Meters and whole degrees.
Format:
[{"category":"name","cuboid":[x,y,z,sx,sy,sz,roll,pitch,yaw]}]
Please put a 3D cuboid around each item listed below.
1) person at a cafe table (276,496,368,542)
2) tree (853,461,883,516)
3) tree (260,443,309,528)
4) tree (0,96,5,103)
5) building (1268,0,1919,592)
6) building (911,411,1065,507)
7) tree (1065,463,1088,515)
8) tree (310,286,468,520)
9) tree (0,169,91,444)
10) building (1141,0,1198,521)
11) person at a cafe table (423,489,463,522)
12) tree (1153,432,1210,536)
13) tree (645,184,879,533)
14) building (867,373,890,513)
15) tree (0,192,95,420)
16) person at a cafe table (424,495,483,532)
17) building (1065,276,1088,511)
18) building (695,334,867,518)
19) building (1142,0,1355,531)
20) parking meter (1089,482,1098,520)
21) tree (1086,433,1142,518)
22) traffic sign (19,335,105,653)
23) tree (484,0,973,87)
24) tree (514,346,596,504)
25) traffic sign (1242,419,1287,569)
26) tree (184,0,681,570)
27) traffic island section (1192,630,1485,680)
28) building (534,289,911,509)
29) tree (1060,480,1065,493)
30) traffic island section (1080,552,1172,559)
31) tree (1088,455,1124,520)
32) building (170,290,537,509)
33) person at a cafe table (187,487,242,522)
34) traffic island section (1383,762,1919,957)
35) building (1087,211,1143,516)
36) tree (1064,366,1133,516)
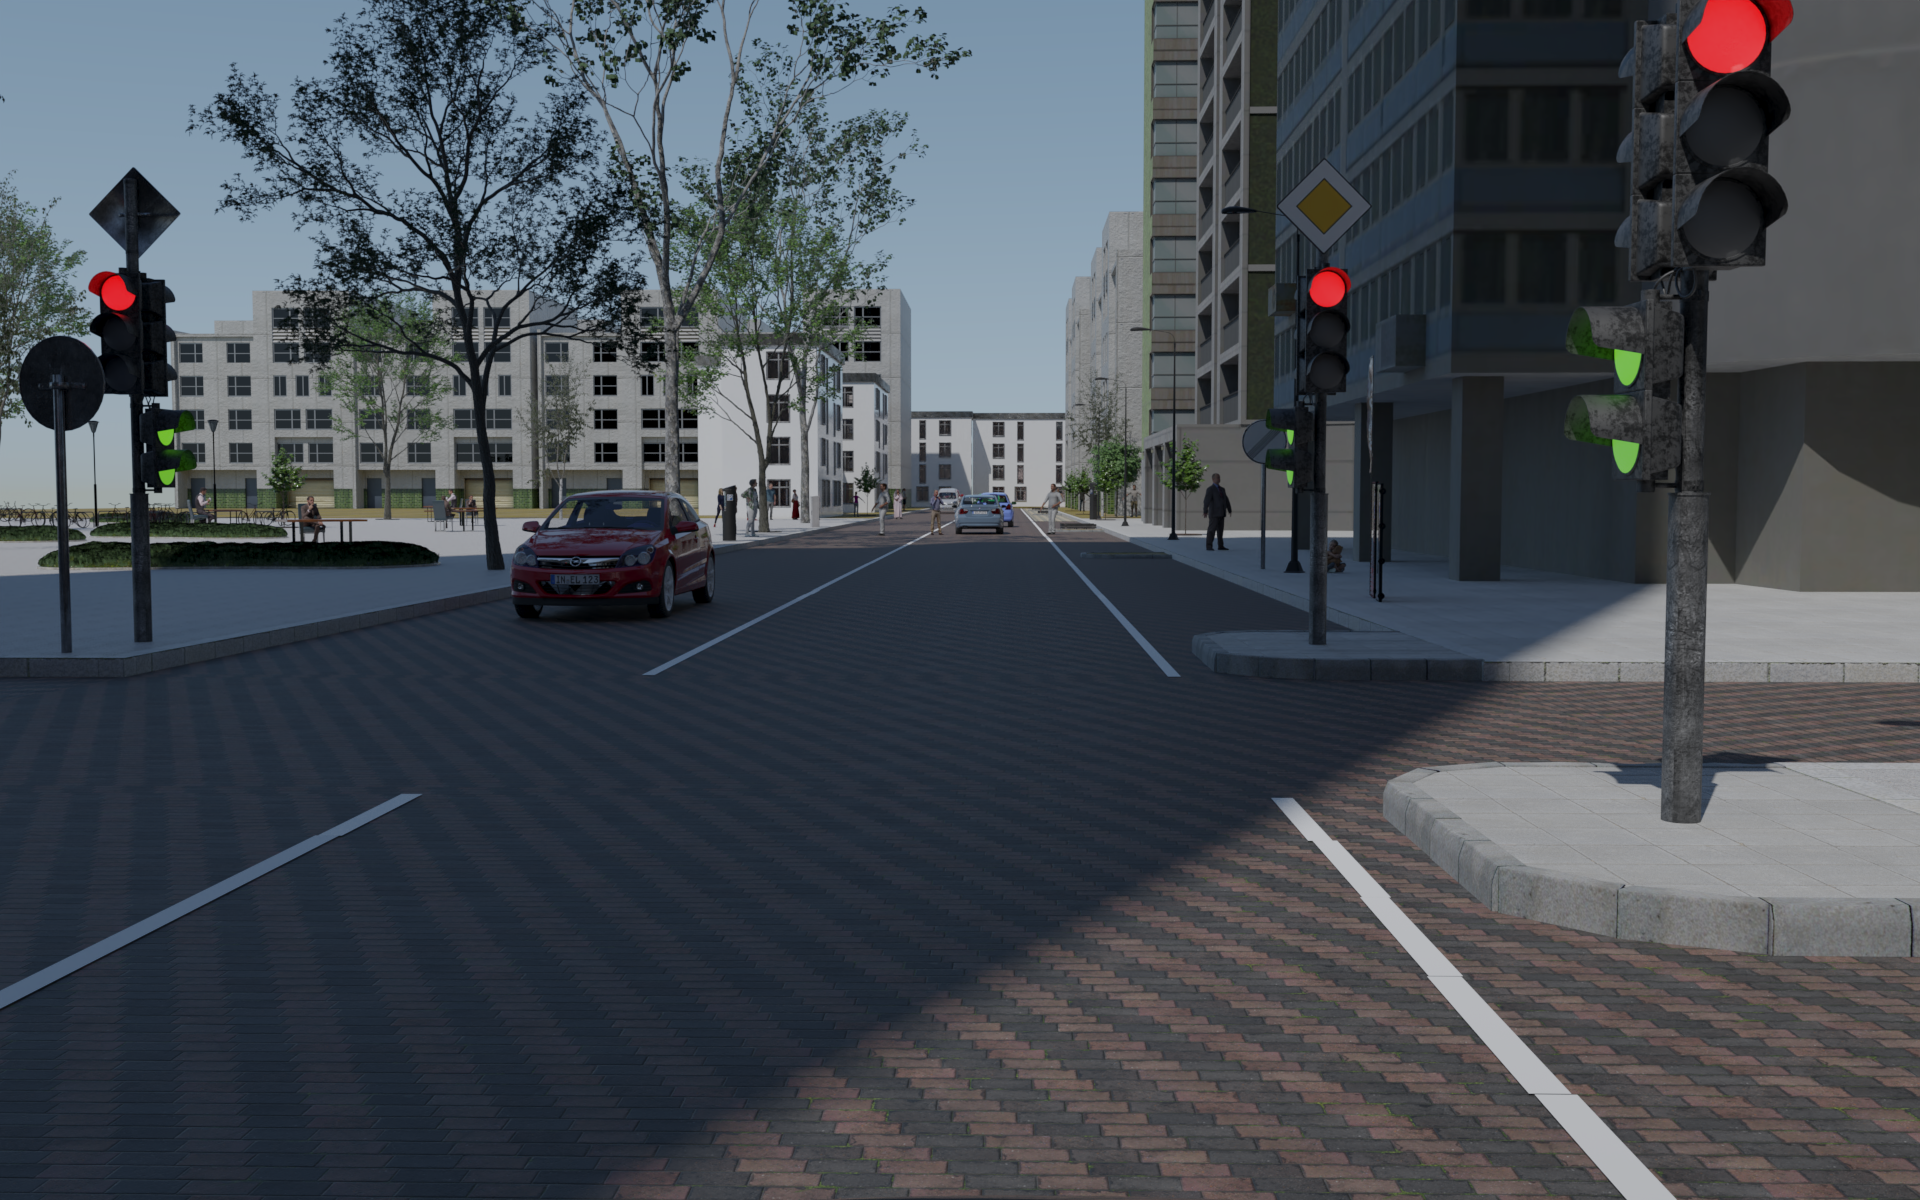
[{"category":"person at a cafe table","cuboid":[-14.240,-1.684,38.395,1.698,1.238,1.726,-2,4,-34]},{"category":"tree","cuboid":[-5.652,-6.647,103.279,1.663,3.219,1.824,0,3,0]},{"category":"tree","cuboid":[-25.643,-4.326,65.332,1.663,3.219,1.824,0,3,0]},{"category":"tree","cuboid":[-13.102,-4.221,19.373,4.737,8.622,4.395,0,3,0]},{"category":"building","cuboid":[18.700,-20.662,29.711,23.993,40.220,32.217,0,4,2]},{"category":"building","cuboid":[1.297,-14.533,179.766,28.070,9.664,9.099,0,4,2]},{"category":"tree","cuboid":[7.710,-6.953,108.275,1.663,3.219,1.824,0,3,0]},{"category":"tree","cuboid":[-28.417,-9.794,85.892,9.928,11.665,9.643,0,3,0]},{"category":"tree","cuboid":[-22.288,-5.470,39.795,4.360,8.622,3.978,0,3,0]},{"category":"building","cuboid":[15.620,-24.370,82.041,14.154,41.232,14.086,0,4,2]},{"category":"person at a cafe table","cuboid":[-23.895,-4.388,80.265,1.622,1.524,1.698,-1,4,-8]},{"category":"tree","cuboid":[7.021,-3.621,53.797,1.663,3.219,1.824,0,3,0]},{"category":"tree","cuboid":[-6.540,-8.064,57.602,9.928,11.665,9.643,0,3,0]},{"category":"building","cuboid":[-9.974,-11.743,134.149,9.099,9.664,28.070,0,4,2]},{"category":"tree","cuboid":[-32.831,-8.093,58.070,9.928,11.665,9.643,0,3,0]},{"category":"person at a cafe table","cuboid":[-17.439,-2.953,59.146,1.698,1.238,1.726,1,4,8]},{"category":"building","cuboid":[17.977,-17.291,149.159,16.747,18.905,31.486,0,4,2]},{"category":"building","cuboid":[-11.492,-9.948,104.794,9.099,9.664,28.070,0,4,2]},{"category":"building","cuboid":[17.919,-38.207,62.942,20.563,71.187,20.611,0,4,2]},{"category":"parking meter","cuboid":[6.651,-4.927,86.265,0.255,1.863,0.399,-2,4,-28]},{"category":"tree","cuboid":[8.426,-6.734,93.815,4.285,4.588,4.351,0,3,0]},{"category":"traffic sign","cuboid":[-7.229,-0.846,13.938,0.768,2.556,0.104,1,4,10]},{"category":"tree","cuboid":[-5.969,-11.463,43.316,12.611,20.169,13.585,0,3,0]},{"category":"tree","cuboid":[-20.052,-8.327,86.506,4.360,8.622,3.978,0,3,0]},{"category":"traffic sign","cuboid":[5.175,-1.799,29.513,0.768,2.556,0.104,0,4,3]},{"category":"tree","cuboid":[-8.210,-5.797,29.198,7.601,10.594,8.767,1,4,14]},{"category":"traffic island section","cuboid":[3.074,0.458,14.790,2.009,0.180,2.903,0,4,2]},{"category":"building","cuboid":[-20.641,-17.843,158.191,31.486,18.905,16.747,0,4,2]},{"category":"tree","cuboid":[8.236,-8.245,129.405,1.663,3.219,1.824,0,3,0]},{"category":"traffic island section","cuboid":[3.751,-1.014,39.445,1.991,0.108,1.994,0,4,2]},{"category":"tree","cuboid":[7.233,-5.499,84.514,1.663,3.219,1.824,0,3,0]},{"category":"building","cuboid":[-52.736,-17.888,158.921,31.486,18.905,16.747,0,4,2]},{"category":"person at a cafe table","cuboid":[-26.569,-3.247,61.605,1.622,1.524,1.698,-2,4,-34]},{"category":"traffic island section","cuboid":[2.855,0.946,6.808,2.009,0.180,2.903,0,4,2]},{"category":"building","cuboid":[17.930,-15.316,116.879,16.747,18.905,31.486,0,4,2]},{"category":"tree","cuboid":[8.092,-9.085,98.907,4.360,8.622,3.978,0,3,0]}]
